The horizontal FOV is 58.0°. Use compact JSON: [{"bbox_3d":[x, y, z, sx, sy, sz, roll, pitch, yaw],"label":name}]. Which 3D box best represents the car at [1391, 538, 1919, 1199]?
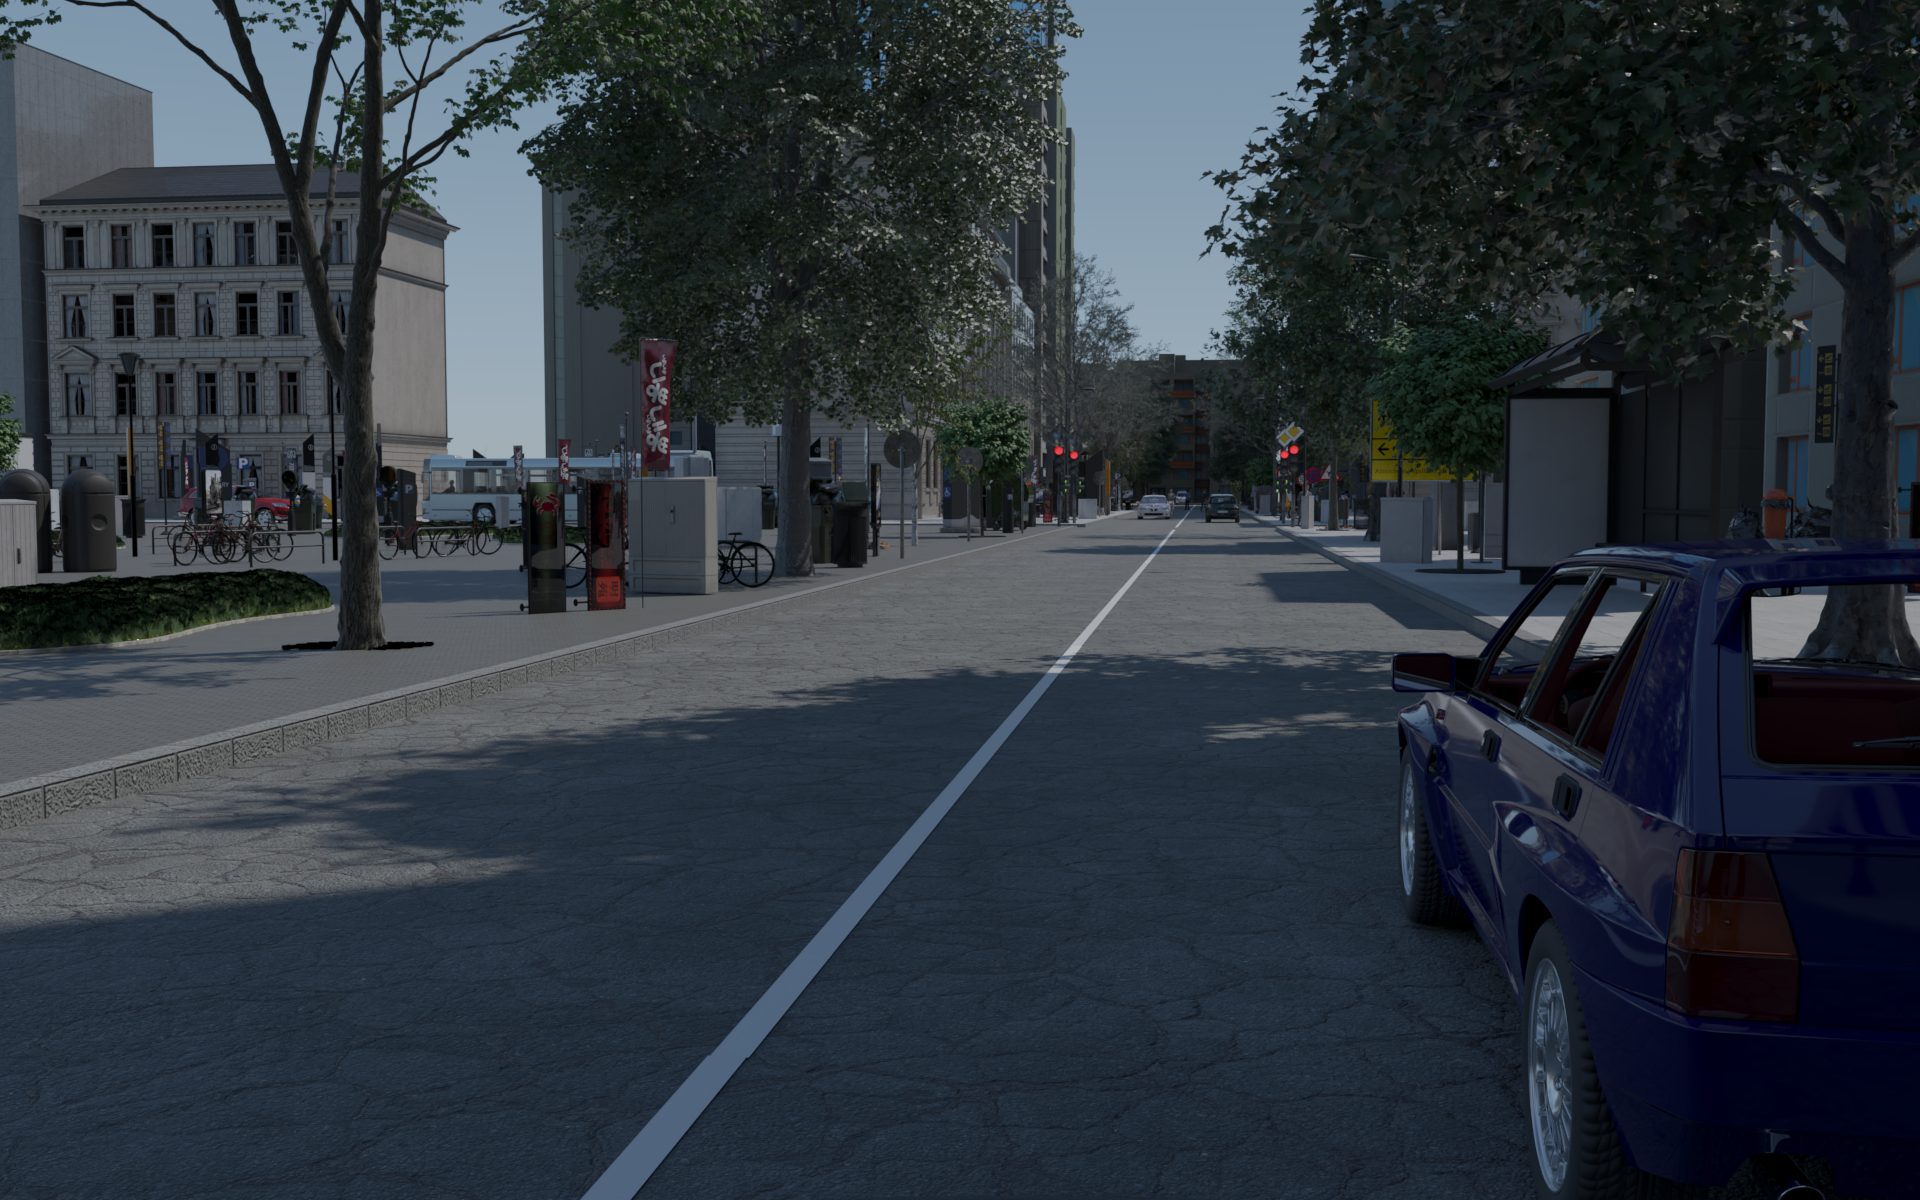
[{"bbox_3d":[2.173,0.492,4.531,1.945,1.354,3.894,1,4,8],"label":"car"}]

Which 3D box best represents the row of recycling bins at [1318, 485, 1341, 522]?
[{"bbox_3d":[16.791,-4.371,78.575,1.069,1.692,3.534,1,4,9],"label":"row of recycling bins"}]

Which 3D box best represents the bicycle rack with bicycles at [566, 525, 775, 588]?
[{"bbox_3d":[-3.907,-0.659,24.158,2.925,0.926,2.852,1,4,17],"label":"bicycle rack with bicycles"}]

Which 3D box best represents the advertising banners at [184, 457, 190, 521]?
[{"bbox_3d":[-37.075,-5.350,83.657,0.090,3.025,2.074,0,4,-5],"label":"advertising banners"}]

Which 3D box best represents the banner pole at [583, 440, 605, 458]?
[{"bbox_3d":[-16.923,-5.486,79.714,0.863,3.779,0.401,1,4,13],"label":"banner pole"}]

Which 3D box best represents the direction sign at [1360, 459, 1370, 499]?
[{"bbox_3d":[25.929,-7.260,110.696,0.876,3.537,0.379,-1,4,-20],"label":"direction sign"}]

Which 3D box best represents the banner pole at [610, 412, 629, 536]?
[{"bbox_3d":[-10.301,-3.864,53.187,0.401,3.779,0.863,-2,4,-30],"label":"banner pole"}]

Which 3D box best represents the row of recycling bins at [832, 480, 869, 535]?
[{"bbox_3d":[-3.874,-2.804,52.964,1.069,1.692,3.534,-2,4,-33],"label":"row of recycling bins"}]

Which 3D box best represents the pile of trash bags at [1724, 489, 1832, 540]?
[{"bbox_3d":[14.798,-1.322,31.366,1.912,1.369,3.447,2,4,25],"label":"pile of trash bags"}]

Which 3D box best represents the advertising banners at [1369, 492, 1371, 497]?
[{"bbox_3d":[25.141,-6.691,105.589,0.090,3.025,2.074,0,4,6],"label":"advertising banners"}]

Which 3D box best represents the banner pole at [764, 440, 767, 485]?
[{"bbox_3d":[-9.012,-5.511,80.115,0.401,3.779,0.863,0,4,1],"label":"banner pole"}]

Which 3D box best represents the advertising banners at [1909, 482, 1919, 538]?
[{"bbox_3d":[12.421,-1.593,22.227,0.090,3.025,2.074,-2,4,-28],"label":"advertising banners"}]

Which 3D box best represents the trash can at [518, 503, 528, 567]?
[{"bbox_3d":[-7.010,-1.060,28.981,0.748,1.137,0.748,0,3,0],"label":"trash can"}]

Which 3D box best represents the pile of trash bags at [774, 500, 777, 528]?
[{"bbox_3d":[-7.600,-3.470,66.485,1.912,1.369,3.447,-1,4,-12],"label":"pile of trash bags"}]

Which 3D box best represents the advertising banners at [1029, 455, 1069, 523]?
[{"bbox_3d":[3.949,-4.969,77.433,2.074,3.025,0.090,2,4,34],"label":"advertising banners"}]

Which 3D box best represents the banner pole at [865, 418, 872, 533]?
[{"bbox_3d":[-3.070,-4.112,57.251,0.401,3.779,0.863,-1,4,-14],"label":"banner pole"}]

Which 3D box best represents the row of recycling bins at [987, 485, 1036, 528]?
[{"bbox_3d":[1.726,-3.630,66.458,1.069,1.692,3.534,2,4,35],"label":"row of recycling bins"}]

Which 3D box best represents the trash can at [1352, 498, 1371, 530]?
[{"bbox_3d":[14.445,-3.092,62.200,0.748,1.137,0.748,0,3,0],"label":"trash can"}]

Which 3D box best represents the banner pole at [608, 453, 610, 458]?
[{"bbox_3d":[-18.783,-6.330,93.512,0.401,3.779,0.863,1,4,21],"label":"banner pole"}]

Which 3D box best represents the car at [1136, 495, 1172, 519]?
[{"bbox_3d":[11.186,-5.346,99.765,2.083,1.381,4.827,0,4,7],"label":"car"}]

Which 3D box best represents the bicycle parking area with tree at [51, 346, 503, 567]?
[{"bbox_3d":[-14.352,-2.898,34.384,8.231,4.147,9.016,3,4,36],"label":"bicycle parking area with tree"}]

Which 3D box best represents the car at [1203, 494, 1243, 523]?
[{"bbox_3d":[13.321,-4.766,87.715,2.009,1.686,4.222,1,4,9],"label":"car"}]

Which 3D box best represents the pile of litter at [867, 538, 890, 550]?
[{"bbox_3d":[-2.273,-1.639,40.765,1.176,0.858,1.719,-1,4,-14],"label":"pile of litter"}]

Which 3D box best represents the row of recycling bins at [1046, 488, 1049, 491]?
[{"bbox_3d":[4.190,-6.506,113.485,3.534,1.692,1.069,1,4,20],"label":"row of recycling bins"}]

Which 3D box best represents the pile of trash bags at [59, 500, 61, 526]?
[{"bbox_3d":[-36.849,-3.629,69.094,1.912,1.369,3.447,0,4,-6],"label":"pile of trash bags"}]

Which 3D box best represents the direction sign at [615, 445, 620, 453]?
[{"bbox_3d":[-15.611,-5.349,79.452,0.379,3.537,0.876,-2,4,-34],"label":"direction sign"}]

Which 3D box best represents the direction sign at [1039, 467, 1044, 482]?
[{"bbox_3d":[6.610,-9.258,143.358,0.379,3.537,0.876,3,5,44],"label":"direction sign"}]

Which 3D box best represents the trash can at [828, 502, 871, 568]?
[{"bbox_3d":[-1.925,-1.140,30.288,0.748,1.137,0.748,0,3,0],"label":"trash can"}]

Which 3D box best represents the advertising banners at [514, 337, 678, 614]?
[{"bbox_3d":[-3.929,-1.398,19.046,0.090,3.025,2.074,3,5,44],"label":"advertising banners"}]

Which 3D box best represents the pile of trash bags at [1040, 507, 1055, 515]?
[{"bbox_3d":[5.388,-5.974,107.423,1.912,1.369,3.447,0,4,-2],"label":"pile of trash bags"}]

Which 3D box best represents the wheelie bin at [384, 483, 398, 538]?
[{"bbox_3d":[-15.748,-2.481,48.473,0.693,1.594,0.980,-2,4,-31],"label":"wheelie bin"}]

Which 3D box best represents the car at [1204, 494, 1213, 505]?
[{"bbox_3d":[19.949,-7.466,133.866,2.131,1.459,4.920,0,4,8],"label":"car"}]

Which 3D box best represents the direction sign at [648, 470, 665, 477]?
[{"bbox_3d":[-10.443,-4.125,59.438,0.876,3.537,0.379,2,4,34],"label":"direction sign"}]

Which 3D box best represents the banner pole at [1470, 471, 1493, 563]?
[{"bbox_3d":[9.685,-2.560,31.874,0.401,3.779,0.863,0,4,4],"label":"banner pole"}]

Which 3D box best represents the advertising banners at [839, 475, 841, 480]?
[{"bbox_3d":[-5.594,-5.355,83.747,0.090,3.025,2.074,1,4,14],"label":"advertising banners"}]

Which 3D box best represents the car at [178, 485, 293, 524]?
[{"bbox_3d":[-31.879,-4.167,76.811,5.304,1.827,2.281,0,4,7],"label":"car"}]

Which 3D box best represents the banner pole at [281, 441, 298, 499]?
[{"bbox_3d":[-31.953,-5.652,82.435,0.863,3.779,0.401,0,4,-2],"label":"banner pole"}]

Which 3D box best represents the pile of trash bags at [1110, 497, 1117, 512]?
[{"bbox_3d":[10.274,-7.156,126.752,1.912,1.369,3.447,1,4,23],"label":"pile of trash bags"}]

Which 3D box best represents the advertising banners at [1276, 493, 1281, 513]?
[{"bbox_3d":[21.649,-7.369,116.674,0.090,3.025,2.074,-2,4,-27],"label":"advertising banners"}]

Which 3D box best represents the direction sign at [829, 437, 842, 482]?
[{"bbox_3d":[-4.985,-4.730,69.327,0.379,3.537,0.876,2,4,30],"label":"direction sign"}]

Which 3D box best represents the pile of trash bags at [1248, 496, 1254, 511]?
[{"bbox_3d":[23.480,-7.686,135.422,1.912,1.369,3.447,1,4,11],"label":"pile of trash bags"}]

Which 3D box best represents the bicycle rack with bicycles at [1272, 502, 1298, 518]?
[{"bbox_3d":[17.902,-4.756,91.149,2.925,0.926,2.852,0,4,-2],"label":"bicycle rack with bicycles"}]

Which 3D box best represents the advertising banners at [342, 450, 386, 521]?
[{"bbox_3d":[-23.521,-4.449,68.922,2.074,3.025,0.090,0,4,-1],"label":"advertising banners"}]

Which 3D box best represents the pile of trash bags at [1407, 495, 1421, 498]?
[{"bbox_3d":[26.219,-5.642,101.992,3.447,1.369,1.912,0,4,7],"label":"pile of trash bags"}]

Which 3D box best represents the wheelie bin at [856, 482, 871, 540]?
[{"bbox_3d":[-2.788,-2.267,44.981,0.980,1.594,0.693,-1,4,-20],"label":"wheelie bin"}]

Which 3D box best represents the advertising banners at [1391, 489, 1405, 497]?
[{"bbox_3d":[13.445,-3.536,54.000,0.090,3.025,2.074,3,4,36],"label":"advertising banners"}]

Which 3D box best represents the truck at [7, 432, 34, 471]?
[{"bbox_3d":[-48.213,-5.520,79.157,11.283,4.237,2.839,0,4,7],"label":"truck"}]

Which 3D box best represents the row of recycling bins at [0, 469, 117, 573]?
[{"bbox_3d":[-15.650,-1.286,28.140,3.534,1.692,1.069,-1,4,-18],"label":"row of recycling bins"}]

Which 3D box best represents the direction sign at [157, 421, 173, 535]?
[{"bbox_3d":[-24.918,-3.809,54.273,0.379,3.537,0.876,0,4,-1],"label":"direction sign"}]

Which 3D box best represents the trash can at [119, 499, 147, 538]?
[{"bbox_3d":[-24.151,-2.383,50.620,0.748,1.137,0.748,0,3,0],"label":"trash can"}]
